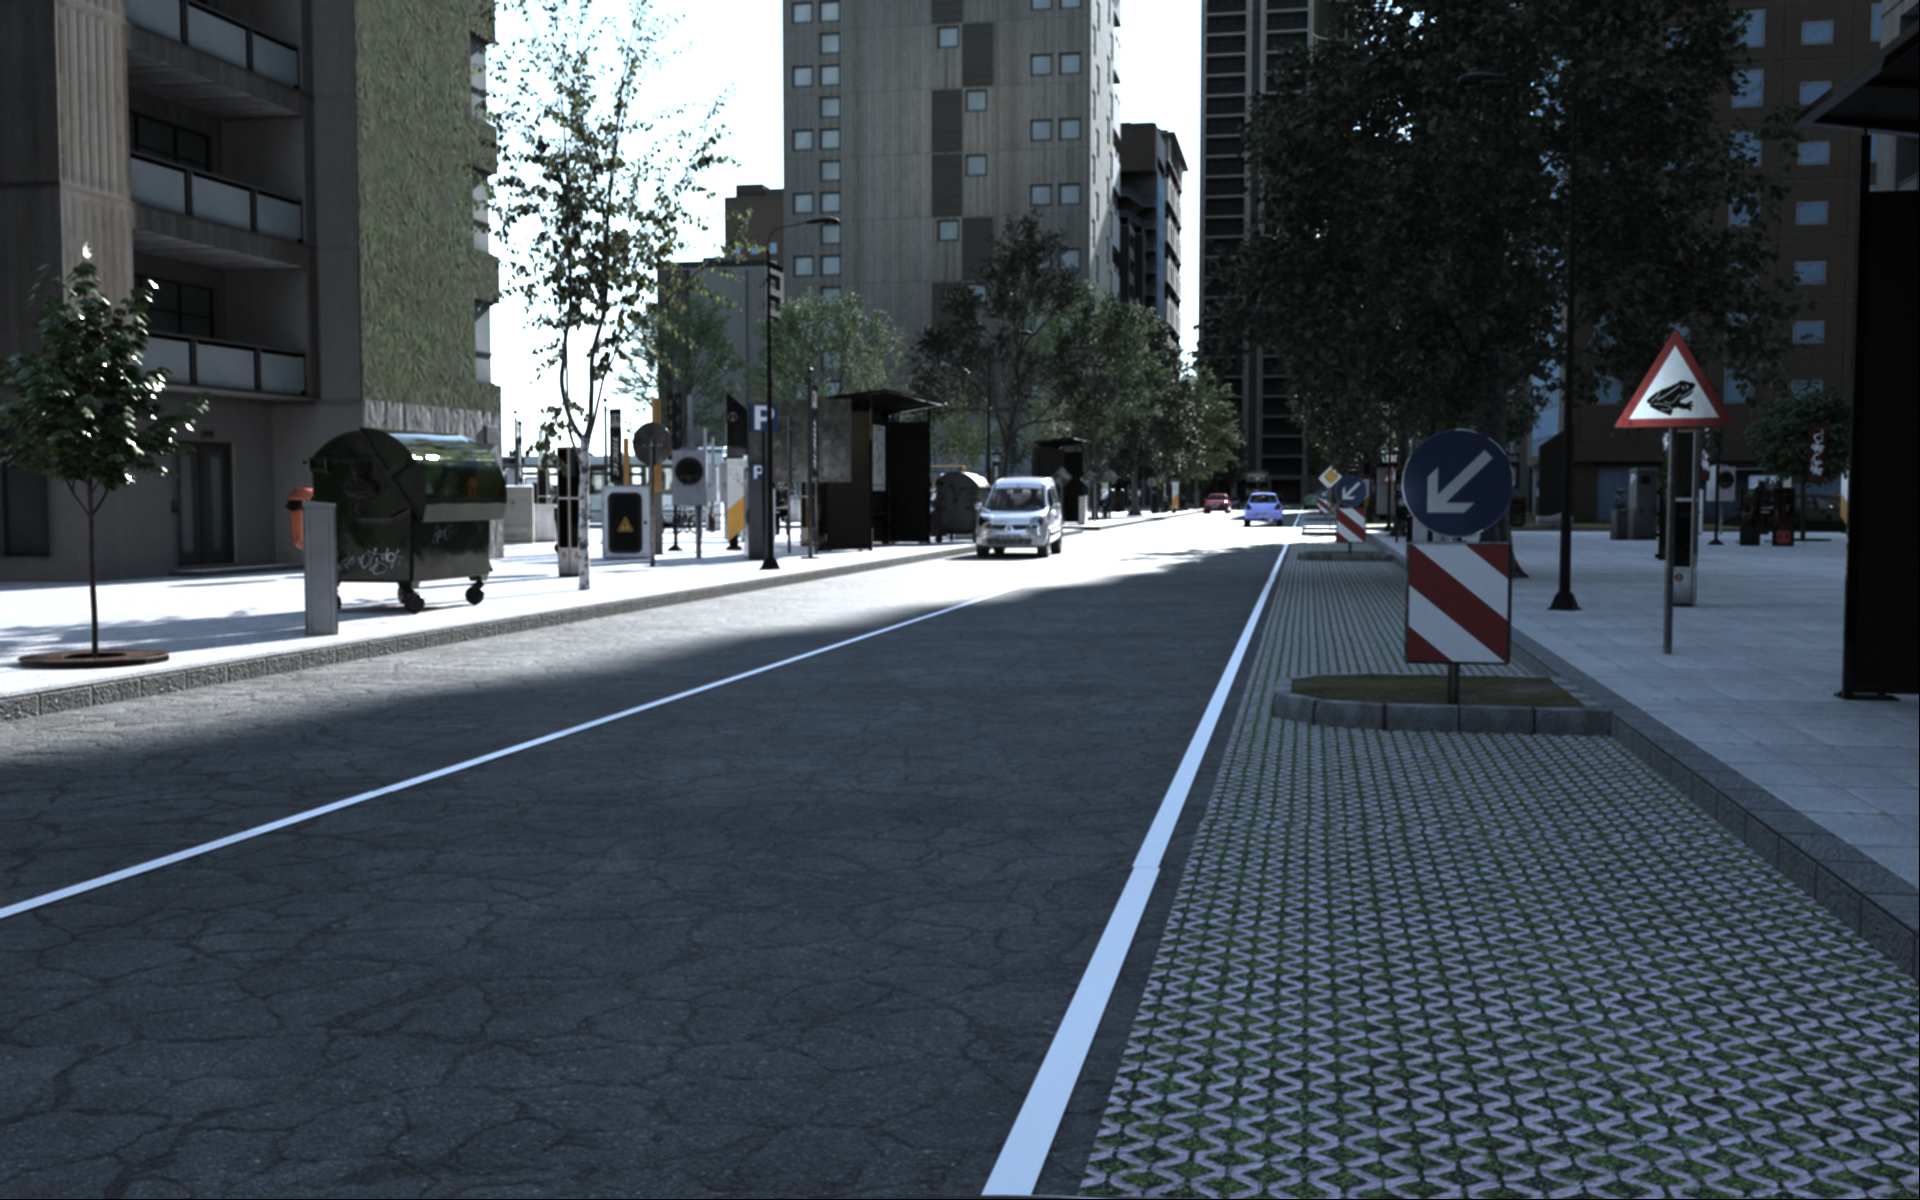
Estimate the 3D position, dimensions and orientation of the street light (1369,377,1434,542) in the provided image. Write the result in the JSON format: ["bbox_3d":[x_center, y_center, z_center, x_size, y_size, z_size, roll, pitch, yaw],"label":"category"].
[{"bbox_3d":[10.196,-4.093,39.467,1.470,5.913,1.316,1,4,11],"label":"street light"}]

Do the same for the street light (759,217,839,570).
[{"bbox_3d":[-2.711,-3.472,29.300,1.470,5.913,1.316,1,4,11],"label":"street light"}]

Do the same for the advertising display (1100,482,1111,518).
[{"bbox_3d":[7.738,-5.329,92.343,0.123,1.923,0.974,-2,4,-26],"label":"advertising display"}]

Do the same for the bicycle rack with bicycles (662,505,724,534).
[{"bbox_3d":[-8.813,-2.660,56.865,2.852,0.926,2.925,-1,4,-21],"label":"bicycle rack with bicycles"}]

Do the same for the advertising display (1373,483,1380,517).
[{"bbox_3d":[23.716,-5.668,97.889,0.974,1.923,0.123,-3,4,-37],"label":"advertising display"}]

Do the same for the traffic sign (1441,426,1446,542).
[{"bbox_3d":[9.326,-2.043,33.399,0.884,2.594,0.081,1,4,20],"label":"traffic sign"}]

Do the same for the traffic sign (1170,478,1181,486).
[{"bbox_3d":[15.462,-7.611,124.547,0.768,2.556,0.104,1,4,13],"label":"traffic sign"}]

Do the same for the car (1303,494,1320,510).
[{"bbox_3d":[32.244,-9.113,157.799,1.959,1.807,4.718,1,4,13],"label":"car"}]

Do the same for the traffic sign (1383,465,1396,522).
[{"bbox_3d":[19.518,-4.782,78.195,0.884,2.594,0.081,1,4,20],"label":"traffic sign"}]

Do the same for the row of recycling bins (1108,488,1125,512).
[{"bbox_3d":[10.925,-7.191,124.690,1.069,1.692,3.534,2,4,26],"label":"row of recycling bins"}]

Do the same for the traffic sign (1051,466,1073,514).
[{"bbox_3d":[3.634,-3.562,61.873,0.795,2.450,0.064,1,4,11],"label":"traffic sign"}]

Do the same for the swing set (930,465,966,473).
[{"bbox_3d":[-0.961,-5.948,94.874,3.119,2.851,2.862,1,4,23],"label":"swing set"}]

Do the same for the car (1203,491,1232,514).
[{"bbox_3d":[19.167,-7.325,128.804,2.155,1.783,4.494,1,4,13],"label":"car"}]

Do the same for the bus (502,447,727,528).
[{"bbox_3d":[-15.452,-4.607,70.188,13.247,3.499,2.948,1,4,12],"label":"bus"}]

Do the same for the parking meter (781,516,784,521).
[{"bbox_3d":[-8.222,-4.455,81.243,0.372,1.533,0.369,0,3,0],"label":"parking meter"}]

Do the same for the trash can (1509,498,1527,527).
[{"bbox_3d":[21.927,-3.456,68.151,0.748,1.137,0.748,0,3,0],"label":"trash can"}]

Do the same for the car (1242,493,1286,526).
[{"bbox_3d":[13.735,-4.203,78.308,1.945,1.707,3.694,1,4,11],"label":"car"}]

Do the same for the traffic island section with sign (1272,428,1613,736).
[{"bbox_3d":[3.065,-0.163,11.296,1.989,1.847,2.006,1,4,11],"label":"traffic island section with sign"}]

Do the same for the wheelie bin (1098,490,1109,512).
[{"bbox_3d":[10.104,-6.966,121.799,0.980,1.594,0.693,3,4,37],"label":"wheelie bin"}]

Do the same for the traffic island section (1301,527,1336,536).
[{"bbox_3d":[12.865,-2.312,60.080,2.009,0.180,2.903,1,4,11],"label":"traffic island section"}]

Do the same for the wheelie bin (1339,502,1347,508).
[{"bbox_3d":[28.705,-7.446,129.652,0.693,1.594,0.980,0,4,8],"label":"wheelie bin"}]

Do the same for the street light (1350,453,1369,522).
[{"bbox_3d":[14.258,-5.329,59.675,1.470,5.913,1.316,1,4,11],"label":"street light"}]

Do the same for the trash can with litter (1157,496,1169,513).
[{"bbox_3d":[13.675,-6.518,117.954,1.055,1.170,0.624,2,4,26],"label":"trash can with litter"}]

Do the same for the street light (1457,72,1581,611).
[{"bbox_3d":[6.180,-2.851,19.163,1.470,5.913,1.316,1,4,11],"label":"street light"}]

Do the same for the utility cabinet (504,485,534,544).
[{"bbox_3d":[-11.493,-2.174,44.229,1.173,1.500,0.318,-1,4,-9],"label":"utility cabinet"}]

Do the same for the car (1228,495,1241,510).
[{"bbox_3d":[24.604,-8.854,157.345,1.945,1.354,3.894,1,4,11],"label":"car"}]

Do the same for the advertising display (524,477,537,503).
[{"bbox_3d":[-16.040,-3.702,65.740,0.974,1.923,0.123,0,4,4],"label":"advertising display"}]

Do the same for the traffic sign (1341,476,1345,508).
[{"bbox_3d":[27.236,-7.494,122.630,0.768,2.556,0.104,1,4,16],"label":"traffic sign"}]

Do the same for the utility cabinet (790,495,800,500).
[{"bbox_3d":[-11.228,-6.475,117.028,1.020,1.237,0.306,1,4,22],"label":"utility cabinet"}]

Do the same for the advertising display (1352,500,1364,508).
[{"bbox_3d":[19.854,-4.967,86.426,0.123,1.923,0.974,3,5,43],"label":"advertising display"}]

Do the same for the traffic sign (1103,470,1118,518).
[{"bbox_3d":[8.052,-5.672,92.839,0.768,2.556,0.104,1,4,12],"label":"traffic sign"}]

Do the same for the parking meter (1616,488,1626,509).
[{"bbox_3d":[27.767,-3.939,72.816,0.372,1.533,0.369,0,3,0],"label":"parking meter"}]

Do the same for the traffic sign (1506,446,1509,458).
[{"bbox_3d":[12.262,-2.438,39.969,0.768,2.556,0.104,1,4,19],"label":"traffic sign"}]

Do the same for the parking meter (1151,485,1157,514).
[{"bbox_3d":[12.796,-6.627,114.067,0.255,1.863,0.399,2,4,35],"label":"parking meter"}]

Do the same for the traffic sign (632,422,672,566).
[{"bbox_3d":[-5.456,-1.868,30.650,0.768,2.556,0.104,1,4,16],"label":"traffic sign"}]

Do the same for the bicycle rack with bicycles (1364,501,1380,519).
[{"bbox_3d":[21.710,-4.709,90.379,2.852,0.926,2.925,0,4,-1],"label":"bicycle rack with bicycles"}]

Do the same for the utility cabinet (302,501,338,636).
[{"bbox_3d":[-5.969,-0.307,16.187,0.306,1.237,1.020,-1,4,-21],"label":"utility cabinet"}]

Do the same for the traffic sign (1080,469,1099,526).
[{"bbox_3d":[5.209,-4.040,69.702,0.795,2.450,0.064,1,4,11],"label":"traffic sign"}]

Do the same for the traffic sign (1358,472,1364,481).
[{"bbox_3d":[22.671,-5.925,96.980,0.768,2.556,0.104,1,4,13],"label":"traffic sign"}]

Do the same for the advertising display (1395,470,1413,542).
[{"bbox_3d":[12.063,-2.498,46.050,0.974,1.923,0.123,1,4,9],"label":"advertising display"}]

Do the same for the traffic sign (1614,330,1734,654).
[{"bbox_3d":[5.686,-0.847,13.846,0.884,2.594,0.081,1,4,17],"label":"traffic sign"}]

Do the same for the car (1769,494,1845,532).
[{"bbox_3d":[30.144,-3.110,60.638,4.222,1.686,2.009,1,4,13],"label":"car"}]

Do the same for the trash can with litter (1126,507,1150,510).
[{"bbox_3d":[14.879,-8.080,143.169,2.233,1.210,1.678,2,4,24],"label":"trash can with litter"}]

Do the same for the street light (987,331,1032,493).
[{"bbox_3d":[1.346,-4.708,49.509,1.470,5.913,1.316,1,4,11],"label":"street light"}]

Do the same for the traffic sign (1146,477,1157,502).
[{"bbox_3d":[14.292,-7.905,129.347,0.768,2.556,0.104,1,4,13],"label":"traffic sign"}]

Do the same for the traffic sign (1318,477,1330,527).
[{"bbox_3d":[14.415,-3.926,67.836,0.795,2.450,0.064,1,4,11],"label":"traffic sign"}]

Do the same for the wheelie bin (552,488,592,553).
[{"bbox_3d":[-8.327,-1.792,37.207,0.693,1.594,0.980,-3,4,-37],"label":"wheelie bin"}]

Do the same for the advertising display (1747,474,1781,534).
[{"bbox_3d":[25.508,-3.045,55.007,0.974,1.923,0.123,2,4,25],"label":"advertising display"}]

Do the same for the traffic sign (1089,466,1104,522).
[{"bbox_3d":[6.121,-4.794,78.494,0.768,2.556,0.104,1,4,18],"label":"traffic sign"}]

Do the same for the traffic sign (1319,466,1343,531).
[{"bbox_3d":[12.840,-3.447,60.007,0.795,2.450,0.064,1,4,11],"label":"traffic sign"}]

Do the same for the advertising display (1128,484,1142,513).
[{"bbox_3d":[11.017,-6.368,109.326,0.974,1.923,0.123,-2,4,-28],"label":"advertising display"}]

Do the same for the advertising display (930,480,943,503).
[{"bbox_3d":[-1.116,-4.645,81.153,0.123,1.923,0.974,-2,4,-34],"label":"advertising display"}]

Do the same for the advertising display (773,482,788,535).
[{"bbox_3d":[-5.845,-3.002,54.295,0.974,1.923,0.123,-1,4,-21],"label":"advertising display"}]

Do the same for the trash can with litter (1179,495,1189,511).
[{"bbox_3d":[17.486,-7.552,134.861,0.624,1.170,1.055,-1,4,-22],"label":"trash can with litter"}]

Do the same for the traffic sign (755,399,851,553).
[{"bbox_3d":[-3.402,-2.661,37.380,2.265,3.308,0.079,1,4,20],"label":"traffic sign"}]
